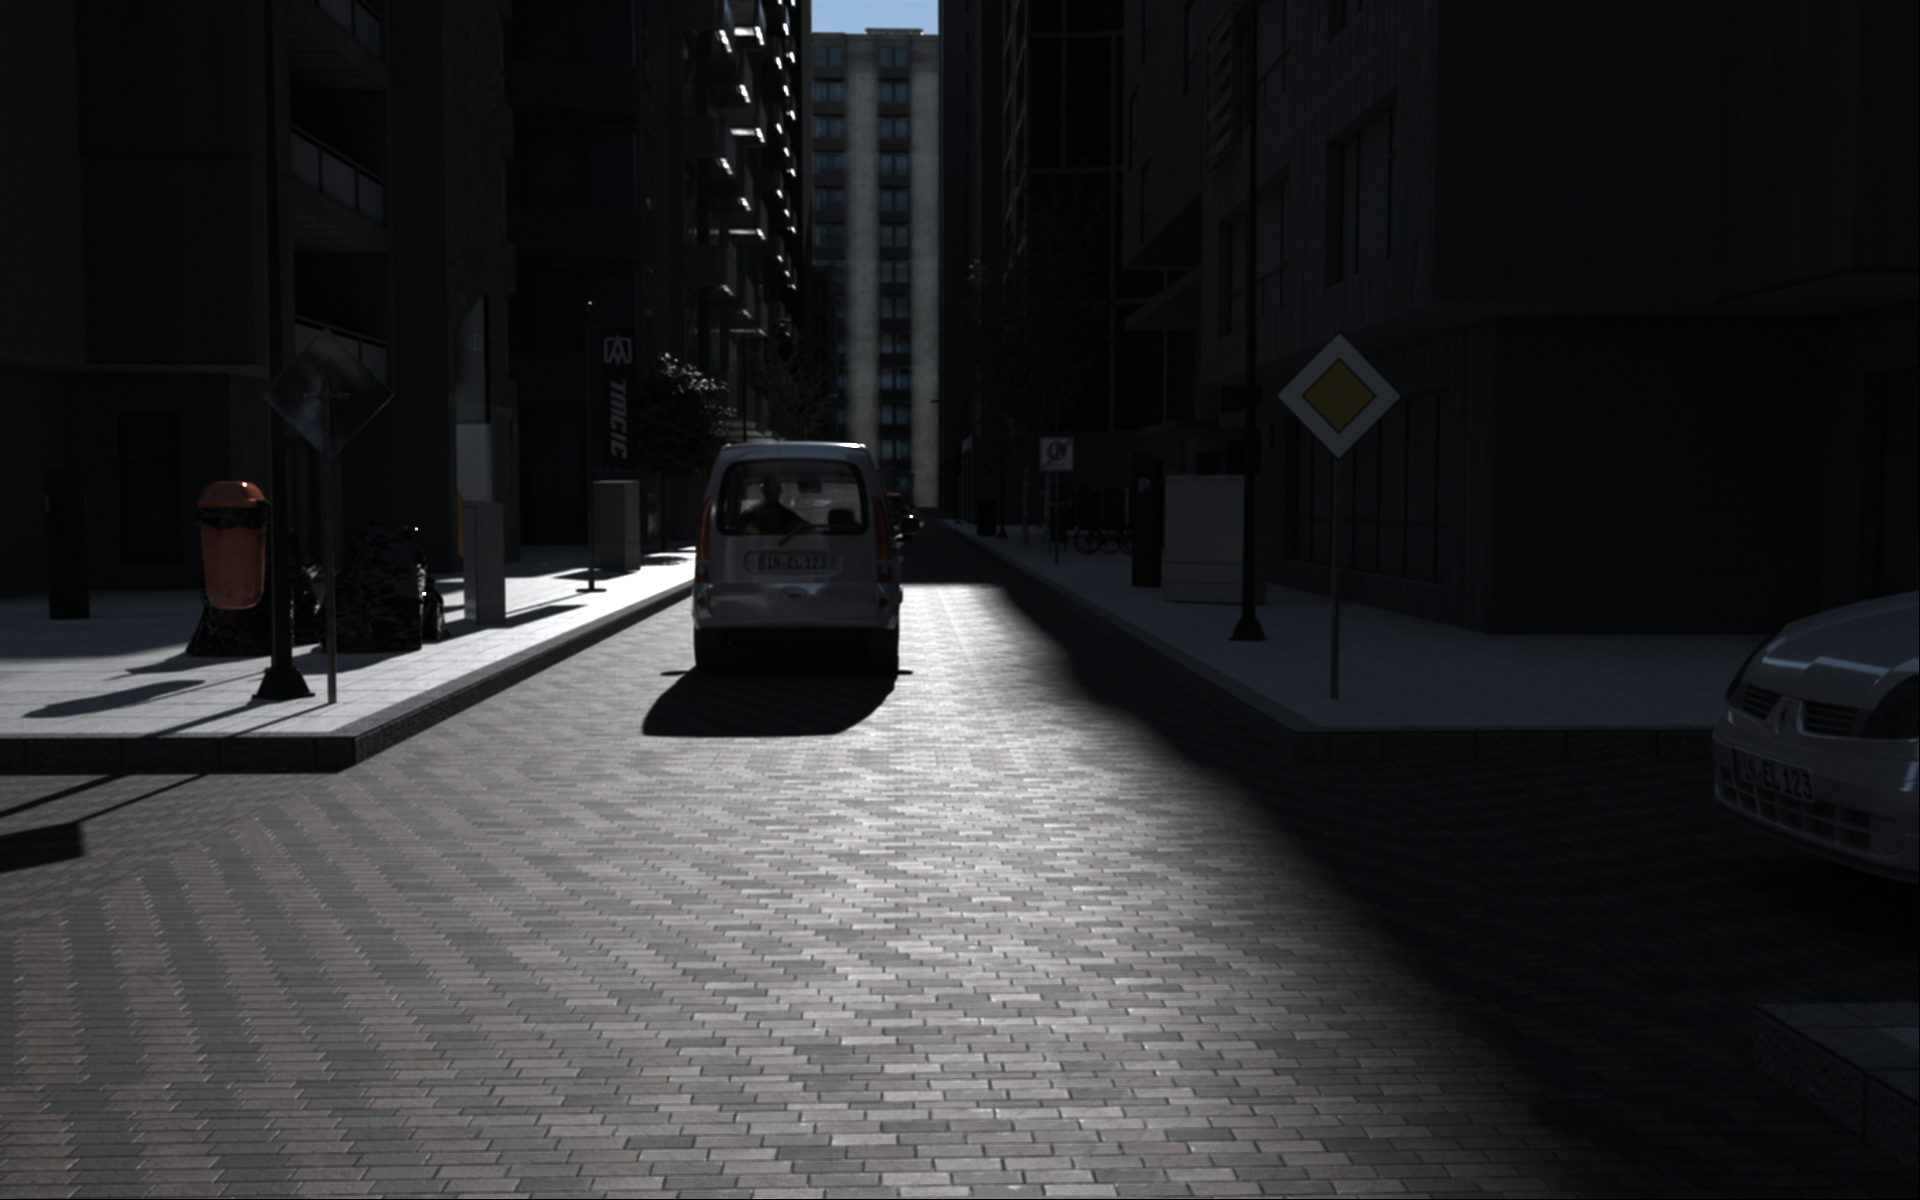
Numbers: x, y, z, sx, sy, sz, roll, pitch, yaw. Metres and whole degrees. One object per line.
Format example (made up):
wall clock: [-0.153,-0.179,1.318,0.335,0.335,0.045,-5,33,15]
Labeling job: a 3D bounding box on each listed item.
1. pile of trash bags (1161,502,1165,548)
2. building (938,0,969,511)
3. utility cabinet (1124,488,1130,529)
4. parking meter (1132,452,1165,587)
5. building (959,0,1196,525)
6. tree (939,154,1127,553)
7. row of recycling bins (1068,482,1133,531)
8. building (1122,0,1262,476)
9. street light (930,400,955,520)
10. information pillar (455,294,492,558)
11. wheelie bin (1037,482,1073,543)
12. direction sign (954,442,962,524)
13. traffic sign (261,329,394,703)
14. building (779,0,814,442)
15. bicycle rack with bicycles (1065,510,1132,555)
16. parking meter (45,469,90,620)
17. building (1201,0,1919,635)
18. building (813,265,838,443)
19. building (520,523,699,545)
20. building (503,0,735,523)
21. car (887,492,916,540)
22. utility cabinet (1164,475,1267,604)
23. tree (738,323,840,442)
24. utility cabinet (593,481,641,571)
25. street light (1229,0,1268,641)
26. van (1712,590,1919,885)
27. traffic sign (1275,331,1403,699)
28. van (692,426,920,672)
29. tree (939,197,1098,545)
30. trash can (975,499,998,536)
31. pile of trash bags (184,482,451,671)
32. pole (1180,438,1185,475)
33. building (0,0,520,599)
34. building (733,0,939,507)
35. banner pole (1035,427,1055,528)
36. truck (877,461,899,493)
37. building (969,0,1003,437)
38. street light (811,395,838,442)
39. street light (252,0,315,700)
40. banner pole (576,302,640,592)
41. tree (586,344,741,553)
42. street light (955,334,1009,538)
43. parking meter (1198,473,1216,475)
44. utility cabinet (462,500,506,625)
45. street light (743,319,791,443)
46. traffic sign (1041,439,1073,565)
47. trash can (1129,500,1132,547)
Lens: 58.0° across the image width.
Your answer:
pile of trash bags: [4.239,-1.080,27.418,3.447,1.369,1.912,-2,4,-35]
building: [8.663,-36.964,146.356,21.231,58.520,28.212,0,4,-2]
utility cabinet: [6.100,-3.349,63.441,0.318,1.500,1.173,-2,4,-23]
parking meter: [2.597,-1.112,23.898,0.399,1.863,0.255,2,4,27]
building: [10.518,-38.922,74.622,20.563,71.187,20.611,0,4,-2]
tree: [1.834,-5.363,38.047,4.360,8.622,3.978,0,3,0]
row of recycling bins: [5.051,-3.318,61.357,3.534,1.692,1.069,0,4,7]
building: [19.224,-27.784,43.502,28.713,52.752,27.495,0,4,-2]
street light: [-0.766,-6.929,85.831,1.470,5.913,1.316,0,4,-2]
information pillar: [-5.739,-1.782,20.485,0.504,3.616,0.183,2,4,28]
wheelie bin: [2.514,-2.317,45.798,0.980,1.594,0.693,1,4,9]
direction sign: [-0.086,-5.094,75.282,0.379,3.537,0.876,1,4,22]
traffic sign: [-3.849,-0.424,10.567,0.795,2.450,0.064,0,4,-2]
building: [-17.694,-28.896,122.562,14.600,45.320,14.200,0,4,-2]
bicycle rack with bicycles: [3.579,-1.481,37.590,2.925,0.926,2.852,-1,4,-12]
parking meter: [-9.180,-0.575,17.813,0.372,1.533,0.369,0,3,0]
building: [10.675,-20.444,17.855,14.086,41.232,14.154,0,4,-2]
building: [-25.279,-18.481,147.204,28.899,21.520,27.650,0,4,-2]
building: [-17.881,-26.598,54.490,23.786,49.044,30.456,0,4,-2]
building: [-21.015,-29.357,99.592,23.786,49.044,30.456,0,4,-2]
car: [-2.473,-2.845,55.563,2.155,1.783,4.494,0,4,-4]
utility cabinet: [2.990,-0.709,20.271,1.173,1.500,0.318,2,4,34]
tree: [-7.520,-7.658,75.572,4.737,8.622,4.395,0,3,0]
utility cabinet: [-5.772,-1.233,28.845,0.318,1.500,1.173,-3,5,-41]
street light: [1.998,-2.600,15.052,1.470,5.913,1.316,0,4,-2]
van: [4.812,0.064,5.970,4.112,2.044,2.013,0,4,-2]
traffic sign: [2.341,-0.437,10.785,0.795,2.450,0.064,0,4,-2]
van: [-1.356,-0.510,15.349,2.013,2.044,4.112,0,4,-2]
tree: [1.597,-5.700,43.560,4.737,8.622,4.395,0,3,0]
trash can: [0.816,-2.520,52.859,0.748,1.137,0.748,0,3,0]
pile of trash bags: [-5.341,-0.260,14.005,1.912,1.369,3.447,0,4,-4]
pole: [7.760,-4.070,60.385,0.158,3.312,0.155,0,3,0]
building: [-15.115,-20.856,24.599,14.154,41.232,14.086,0,4,-2]
building: [-6.943,-34.346,181.171,30.456,49.044,23.786,0,4,-2]
banner pole: [3.231,-4.573,64.792,0.863,3.779,0.401,0,4,-7]
truck: [-6.965,-10.131,154.549,2.839,4.237,11.283,0,4,-1]
building: [7.702,-27.302,96.502,14.600,45.320,14.200,0,4,-2]
street light: [-6.447,-6.668,81.561,1.470,5.913,1.316,0,4,-2]
street light: [-3.734,-2.339,10.781,1.470,5.913,1.316,0,4,-2]
banner pole: [-4.642,-2.005,22.796,0.863,3.779,0.401,-2,4,-23]
tree: [-6.457,-3.330,38.152,4.285,4.588,4.351,0,3,0]
street light: [0.698,-4.765,50.445,1.470,5.913,1.316,0,4,-2]
parking meter: [3.039,-0.803,21.543,0.372,1.533,0.369,0,3,0]
utility cabinet: [-4.790,-0.384,17.443,0.306,1.237,1.020,-1,4,-23]
street light: [-5.196,-4.503,46.167,1.470,5.913,1.316,0,4,-2]
traffic sign: [1.750,-1.786,31.326,0.606,2.300,0.079,0,4,7]
trash can: [4.295,-1.749,40.248,0.748,1.137,0.748,0,3,0]
